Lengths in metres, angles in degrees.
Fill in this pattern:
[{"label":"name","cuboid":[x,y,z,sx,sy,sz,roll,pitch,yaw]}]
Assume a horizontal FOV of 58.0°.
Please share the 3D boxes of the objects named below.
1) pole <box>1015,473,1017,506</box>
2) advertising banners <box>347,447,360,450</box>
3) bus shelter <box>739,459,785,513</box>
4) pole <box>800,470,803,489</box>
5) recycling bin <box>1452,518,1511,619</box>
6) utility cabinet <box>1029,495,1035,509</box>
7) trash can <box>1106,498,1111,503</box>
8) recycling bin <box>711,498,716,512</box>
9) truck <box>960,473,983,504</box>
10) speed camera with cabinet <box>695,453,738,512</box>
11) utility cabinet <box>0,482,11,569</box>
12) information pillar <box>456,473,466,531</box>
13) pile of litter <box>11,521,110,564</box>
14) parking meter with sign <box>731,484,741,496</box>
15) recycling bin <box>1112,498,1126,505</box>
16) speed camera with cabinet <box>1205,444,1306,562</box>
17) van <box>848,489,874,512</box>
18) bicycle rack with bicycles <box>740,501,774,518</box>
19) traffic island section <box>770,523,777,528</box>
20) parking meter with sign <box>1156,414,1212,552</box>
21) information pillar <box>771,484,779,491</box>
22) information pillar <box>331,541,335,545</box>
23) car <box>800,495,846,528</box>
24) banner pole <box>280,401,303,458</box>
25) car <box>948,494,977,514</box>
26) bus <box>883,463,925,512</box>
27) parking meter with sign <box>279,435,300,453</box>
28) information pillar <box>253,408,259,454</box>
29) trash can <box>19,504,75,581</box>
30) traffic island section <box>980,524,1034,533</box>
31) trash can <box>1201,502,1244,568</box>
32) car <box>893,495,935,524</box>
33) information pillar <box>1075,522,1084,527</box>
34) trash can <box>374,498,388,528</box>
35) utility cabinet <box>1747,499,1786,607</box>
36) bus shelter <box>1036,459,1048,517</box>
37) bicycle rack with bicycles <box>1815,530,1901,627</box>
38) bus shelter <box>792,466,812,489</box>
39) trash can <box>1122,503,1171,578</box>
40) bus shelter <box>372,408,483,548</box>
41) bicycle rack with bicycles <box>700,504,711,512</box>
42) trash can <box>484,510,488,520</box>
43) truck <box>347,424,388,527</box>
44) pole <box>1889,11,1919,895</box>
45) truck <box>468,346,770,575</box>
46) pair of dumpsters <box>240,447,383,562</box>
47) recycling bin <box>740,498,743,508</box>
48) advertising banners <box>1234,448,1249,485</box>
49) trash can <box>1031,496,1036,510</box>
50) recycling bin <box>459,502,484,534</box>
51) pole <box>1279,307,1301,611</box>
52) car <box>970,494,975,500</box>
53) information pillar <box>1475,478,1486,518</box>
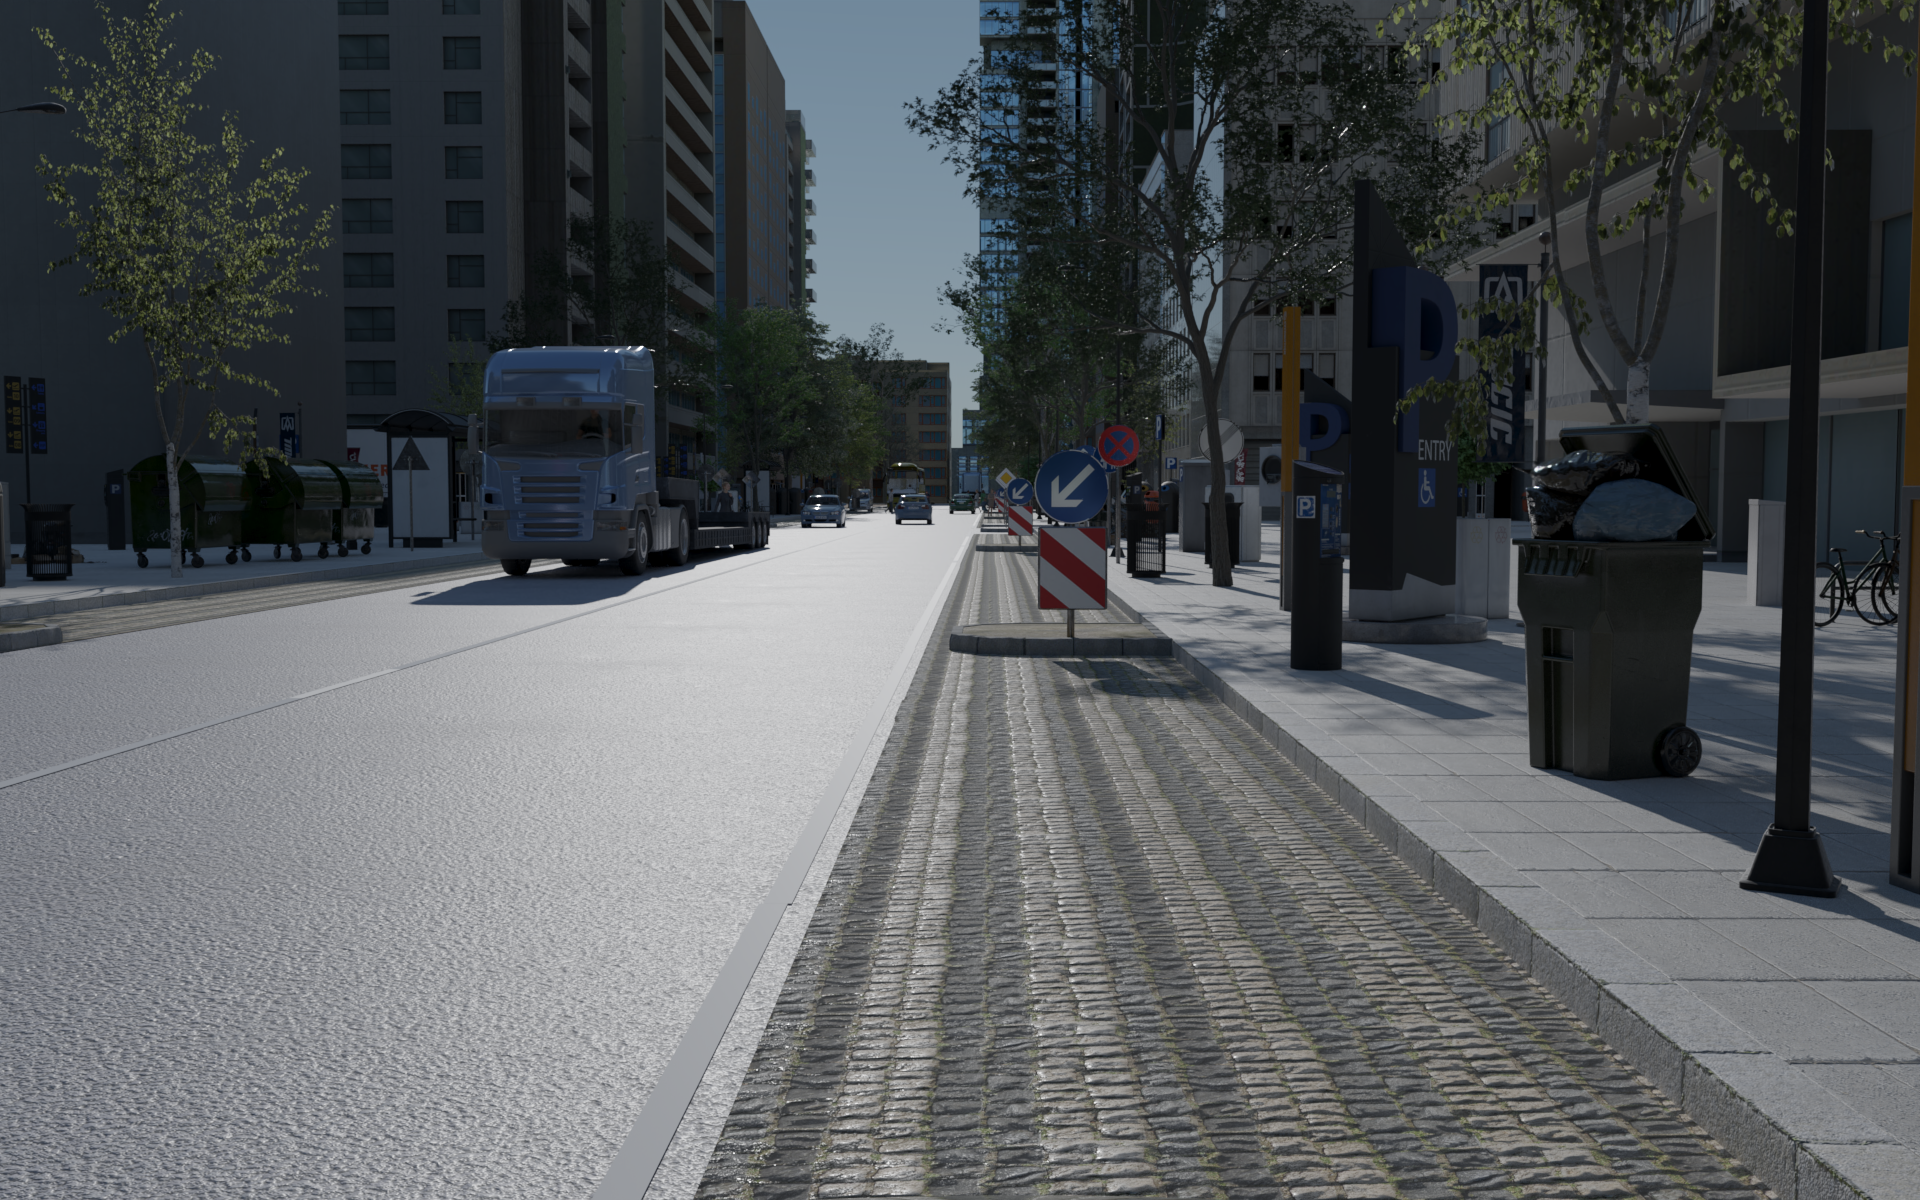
[{"label":"pole","cuboid":[4.671,-9.221,144.609,0.158,3.312,0.155,0,3,0]},{"label":"advertising banners","cuboid":[-23.516,-4.204,64.919,2.074,3.025,0.090,0,4,-7]},{"label":"bus shelter","cuboid":[-11.670,-6.631,102.334,2.014,3.302,5.546,0,4,1]},{"label":"pole","cuboid":[-11.075,-7.774,120.954,0.158,3.312,0.155,0,3,0]},{"label":"recycling bin","cuboid":[5.203,-0.332,17.979,0.722,1.027,0.722,-2,4,-31]},{"label":"utility cabinet","cuboid":[5.851,-8.142,144.287,1.020,1.237,0.306,1,4,9]},{"label":"trash can","cuboid":[4.808,-2.930,59.567,0.748,1.137,0.748,0,3,0]},{"label":"recycling bin","cuboid":[-16.334,-6.390,117.028,0.722,1.027,0.722,2,4,31]},{"label":"truck","cuboid":[1.360,-13.523,210.856,2.967,4.110,18.799,0,4,1]},{"label":"speed camera with cabinet","cuboid":[-11.779,-5.452,83.478,2.038,3.252,0.660,-1,4,-14]},{"label":"utility cabinet","cuboid":[-16.632,-1.258,29.249,1.173,1.500,0.318,1,4,15]},{"label":"information pillar","cuboid":[-17.267,-3.382,59.788,0.304,2.012,0.304,2,4,26]},{"label":"pile of litter","cuboid":[-16.800,-1.108,32.080,1.719,0.858,1.176,0,4,4]},{"label":"parking meter with sign","cuboid":[-16.637,-8.081,128.392,1.738,3.016,0.543,-1,4,-20]},{"label":"recycling bin","cuboid":[9.517,-5.585,103.870,0.722,1.027,0.722,-1,4,-9]},{"label":"speed camera with cabinet","cuboid":[5.533,-2.339,32.576,0.660,3.252,2.038,-3,4,-39]},{"label":"van","cuboid":[-7.708,-7.833,135.080,2.013,2.044,4.112,0,4,1]},{"label":"bicycle rack with bicycles","cuboid":[-11.441,-4.959,94.454,2.852,0.926,2.925,-2,4,-34]},{"label":"traffic island section","cuboid":[-8.924,-3.163,73.995,2.009,0.180,2.903,0,4,1]},{"label":"parking meter with sign","cuboid":[5.229,-2.568,38.243,1.738,3.016,0.543,0,4,-6]},{"label":"information pillar","cuboid":[-13.369,-7.297,123.801,0.304,2.012,0.304,-3,5,-44]},{"label":"information pillar","cuboid":[-16.020,-2.406,43.830,0.304,2.012,0.304,0,4,-4]},{"label":"car","cuboid":[-5.909,-3.864,75.186,2.014,1.417,4.499,0,4,-1]},{"label":"banner pole","cuboid":[-18.014,-3.476,46.847,0.863,3.779,0.401,1,4,13]},{"label":"car","cuboid":[0.169,-6.947,125.380,2.131,1.459,4.920,0,4,2]},{"label":"bus","cuboid":[-4.363,-9.083,140.057,2.896,3.916,12.252,0,4,2]},{"label":"parking meter with sign","cuboid":[-19.520,-3.283,49.933,0.543,3.016,1.738,0,4,-7]},{"label":"information pillar","cuboid":[-19.062,-3.400,46.950,0.183,3.616,0.504,-1,4,-16]},{"label":"trash can","cuboid":[-13.517,-0.858,25.686,0.748,1.137,0.748,0,3,0]},{"label":"traffic island section","cuboid":[1.775,-2.663,65.816,2.009,0.180,2.903,0,4,1]},{"label":"trash can","cuboid":[4.558,-1.128,30.096,0.748,1.137,0.748,0,3,0]},{"label":"car","cuboid":[-2.207,-4.348,83.085,2.014,1.417,4.499,0,4,0]},{"label":"information pillar","cuboid":[3.242,-2.637,47.606,0.304,2.012,0.304,3,4,38]},{"label":"trash can","cuboid":[-22.115,-3.333,66.152,0.748,1.137,0.748,0,3,0]},{"label":"utility cabinet","cuboid":[9.419,-0.555,20.231,0.306,1.237,1.020,1,4,19]},{"label":"bus shelter","cuboid":[5.190,-6.079,93.310,2.014,3.302,5.546,0,4,1]},{"label":"bicycle rack with bicycles","cuboid":[9.474,-0.195,16.569,2.925,0.926,2.852,0,4,-3]},{"label":"bus shelter","cuboid":[-11.839,-8.149,127.157,2.014,3.302,5.546,0,4,1]},{"label":"trash can","cuboid":[2.873,-0.920,26.688,0.748,1.137,0.748,0,3,0]},{"label":"bus shelter","cuboid":[-12.834,-3.046,43.732,2.014,3.302,5.546,0,4,1]},{"label":"bicycle rack with bicycles","cuboid":[-16.077,-6.461,119.024,2.925,0.926,2.852,2,4,26]},{"label":"trash can","cuboid":[-13.105,-2.271,48.784,0.748,1.137,0.748,0,3,0]},{"label":"truck","cuboid":[-26.534,-4.990,70.506,11.283,4.237,2.839,0,4,3]},{"label":"pole","cuboid":[3.140,-0.714,5.525,0.158,3.312,0.155,0,3,0]},{"label":"truck","cuboid":[-6.594,-2.916,37.437,2.967,4.110,18.799,0,4,2]},{"label":"pair of dumpsters","cuboid":[-13.023,-1.965,34.618,1.574,2.255,4.437,0,4,1]},{"label":"recycling bin","cuboid":[-13.688,-5.667,105.209,0.722,1.027,0.722,3,5,41]},{"label":"advertising banners","cuboid":[9.927,-4.266,65.944,2.074,3.025,0.090,0,4,4]},{"label":"trash can","cuboid":[6.127,-7.952,141.669,0.748,1.137,0.748,0,3,0]},{"label":"recycling bin","cuboid":[-15.757,-2.649,55.863,0.722,1.027,0.722,-1,4,-21]},{"label":"pole","cuboid":[3.617,-1.537,18.980,0.158,3.312,0.155,0,3,0]},{"label":"car","cuboid":[0.982,-10.823,186.749,2.009,1.686,4.222,0,4,3]},{"label":"information pillar","cuboid":[21.999,-4.202,73.202,0.304,2.012,0.304,3,5,39]}]
